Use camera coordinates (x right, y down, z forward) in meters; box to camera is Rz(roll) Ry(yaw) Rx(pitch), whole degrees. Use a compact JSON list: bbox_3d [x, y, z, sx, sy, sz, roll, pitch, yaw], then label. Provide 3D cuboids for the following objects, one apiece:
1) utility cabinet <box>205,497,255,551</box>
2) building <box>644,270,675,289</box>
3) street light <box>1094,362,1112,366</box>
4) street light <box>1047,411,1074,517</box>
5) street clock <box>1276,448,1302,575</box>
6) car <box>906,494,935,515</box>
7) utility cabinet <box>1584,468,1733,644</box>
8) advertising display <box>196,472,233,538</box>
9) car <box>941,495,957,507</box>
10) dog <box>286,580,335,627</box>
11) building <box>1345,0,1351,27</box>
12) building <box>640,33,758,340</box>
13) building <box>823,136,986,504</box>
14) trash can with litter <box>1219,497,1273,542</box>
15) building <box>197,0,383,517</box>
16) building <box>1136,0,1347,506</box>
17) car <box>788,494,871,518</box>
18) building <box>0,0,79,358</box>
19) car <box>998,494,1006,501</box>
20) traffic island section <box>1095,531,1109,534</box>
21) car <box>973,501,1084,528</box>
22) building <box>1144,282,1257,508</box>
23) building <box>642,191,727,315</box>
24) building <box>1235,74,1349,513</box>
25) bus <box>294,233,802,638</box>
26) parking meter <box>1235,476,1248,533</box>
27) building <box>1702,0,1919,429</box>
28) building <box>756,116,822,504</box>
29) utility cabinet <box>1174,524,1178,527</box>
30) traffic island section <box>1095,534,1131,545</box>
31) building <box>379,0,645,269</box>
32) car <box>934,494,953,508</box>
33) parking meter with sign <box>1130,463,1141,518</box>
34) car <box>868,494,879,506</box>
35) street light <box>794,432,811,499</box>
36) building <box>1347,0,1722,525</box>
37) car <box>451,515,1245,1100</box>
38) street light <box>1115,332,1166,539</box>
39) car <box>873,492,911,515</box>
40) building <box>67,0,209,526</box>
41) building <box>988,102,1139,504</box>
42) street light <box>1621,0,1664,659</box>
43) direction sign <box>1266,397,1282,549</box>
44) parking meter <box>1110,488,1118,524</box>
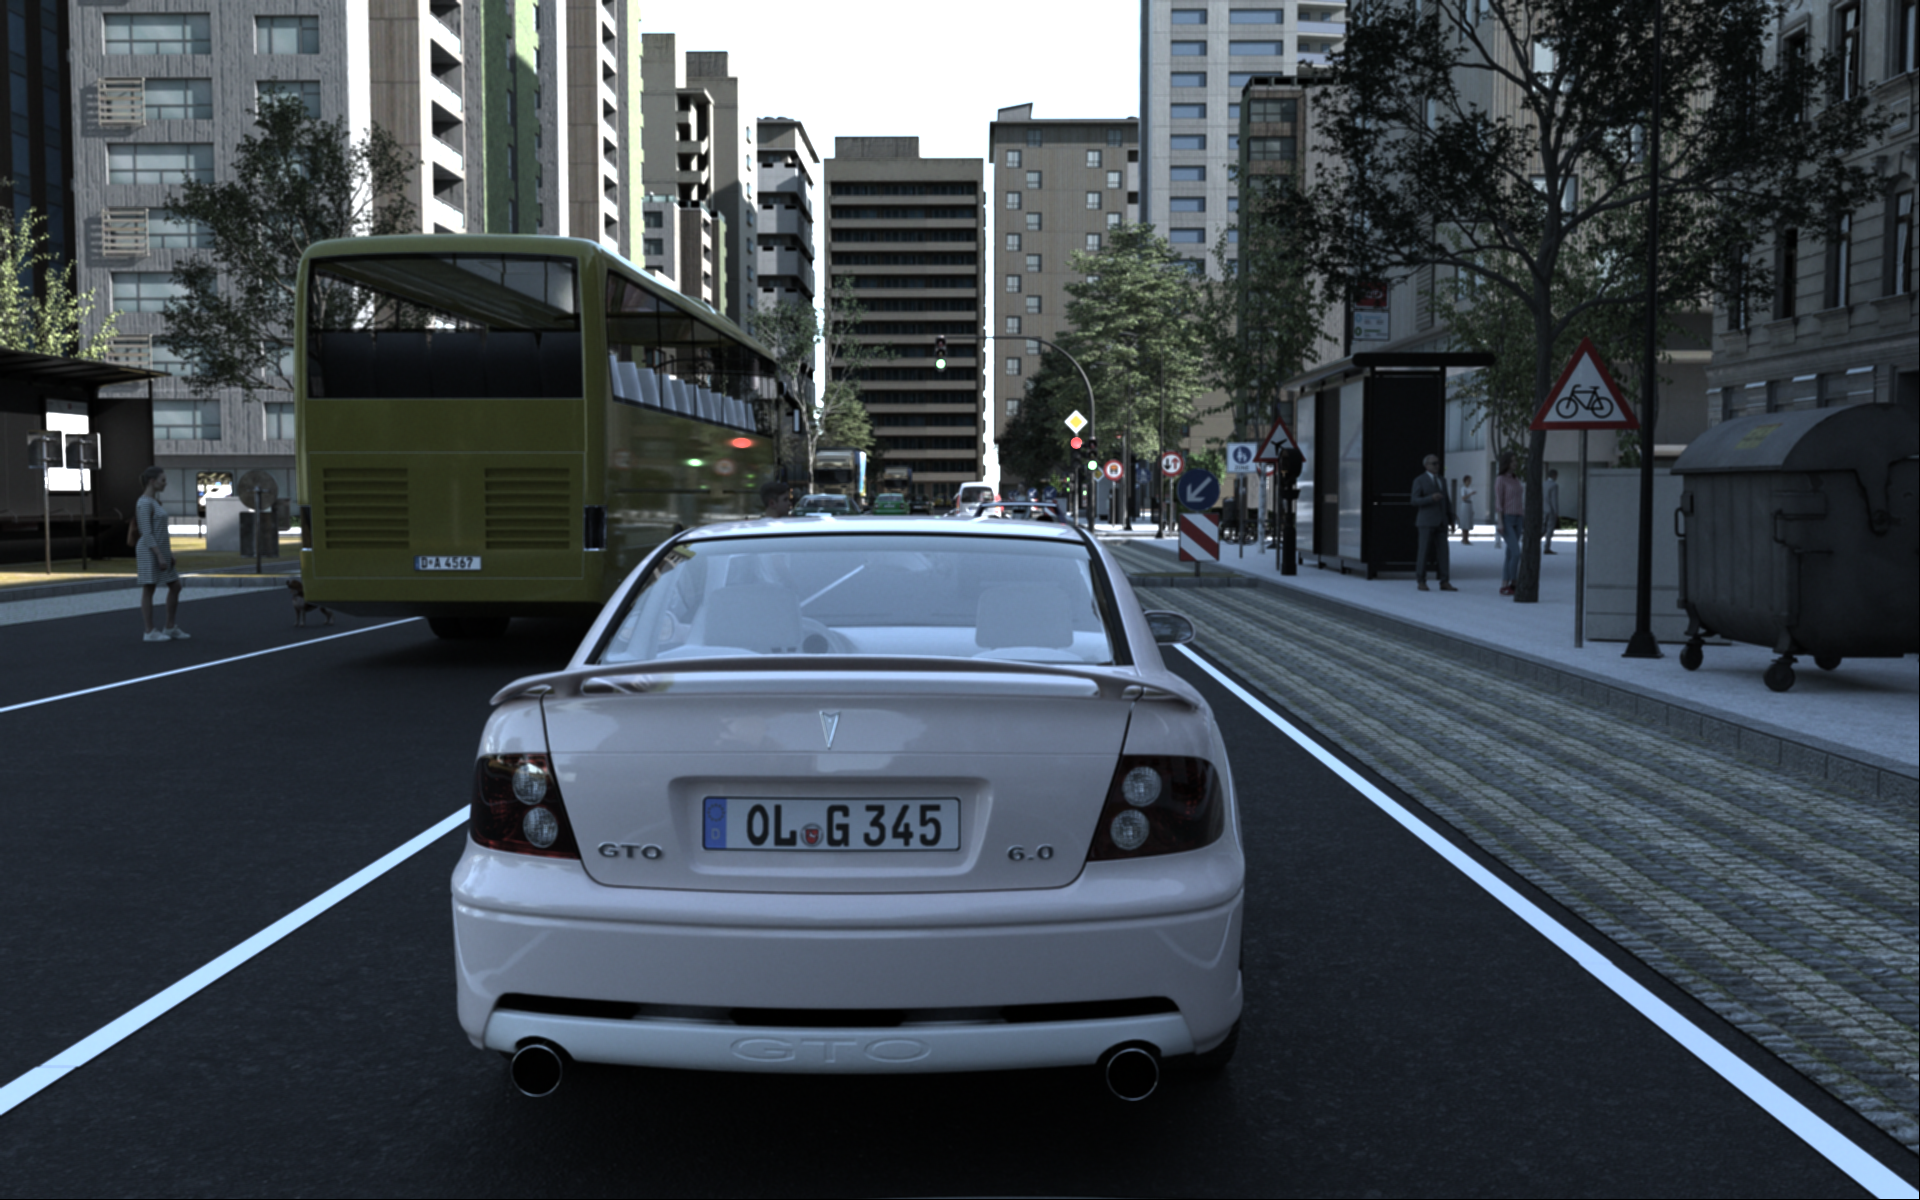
[{"bbox_3d":[-16.455,-1.707,39.070,1.020,1.237,0.306,0,4,3],"label":"utility cabinet"},{"bbox_3d":[-37.040,-18.538,148.136,27.650,21.520,28.899,0,4,1],"label":"building"},{"bbox_3d":[5.421,-5.420,61.158,1.470,5.913,1.316,0,4,1],"label":"street light"},{"bbox_3d":[5.804,-7.607,96.913,1.470,5.913,1.316,0,4,1],"label":"street light"},{"bbox_3d":[5.201,-1.392,27.333,0.358,2.002,0.471,-1,4,-11],"label":"street clock"},{"bbox_3d":[-2.769,-6.659,118.665,2.009,1.686,4.222,0,4,3],"label":"car"},{"bbox_3d":[6.041,-0.383,14.947,1.173,1.500,0.318,2,4,25],"label":"utility cabinet"},{"bbox_3d":[-21.721,-2.771,50.519,0.974,1.923,0.123,-2,4,-27],"label":"advertising display"},{"bbox_3d":[-1.361,-11.225,196.110,1.945,1.354,3.894,0,4,-1],"label":"car"},{"bbox_3d":[-7.041,0.026,18.869,0.406,0.507,0.540,0,4,-1],"label":"dog"},{"bbox_3d":[56.419,-48.794,236.031,20.611,71.187,20.563,0,4,1],"label":"building"},{"bbox_3d":[-33.757,-34.484,187.508,21.600,48.544,21.300,0,4,1],"label":"building"},{"bbox_3d":[-7.223,-37.527,237.261,21.600,48.544,21.300,0,4,1],"label":"building"},{"bbox_3d":[7.553,-2.214,47.259,1.678,1.210,2.233,-2,4,-34],"label":"trash can with litter"},{"bbox_3d":[-32.224,-25.282,96.951,14.154,41.232,14.086,0,4,1],"label":"building"},{"bbox_3d":[29.352,-39.201,182.942,21.231,58.520,28.212,0,4,1],"label":"building"},{"bbox_3d":[-3.448,-2.056,45.420,2.131,1.459,4.920,0,4,2],"label":"car"},{"bbox_3d":[-46.773,-25.986,74.978,14.200,45.320,14.600,0,4,1],"label":"building"},{"bbox_3d":[1.836,-6.136,109.370,2.155,1.783,4.494,0,4,1],"label":"car"},{"bbox_3d":[3.895,-2.188,58.050,2.009,0.180,2.903,0,4,1],"label":"traffic island section"},{"bbox_3d":[0.863,-0.781,25.343,1.945,1.354,3.894,0,4,2],"label":"car"},{"bbox_3d":[31.796,-18.991,155.540,27.650,21.520,28.899,0,4,1],"label":"building"},{"bbox_3d":[-30.747,-24.315,169.257,14.160,30.474,14.107,0,4,1],"label":"building"},{"bbox_3d":[26.504,-21.500,123.232,14.160,30.474,14.107,0,4,1],"label":"building"},{"bbox_3d":[-3.985,-1.744,20.067,2.896,3.916,12.252,0,4,2],"label":"bus"},{"bbox_3d":[9.289,-3.148,57.178,0.399,1.863,0.255,0,4,6],"label":"parking meter"},{"bbox_3d":[21.297,-11.026,29.429,9.793,20.994,18.267,0,4,1],"label":"building"},{"bbox_3d":[-32.052,-39.889,241.428,27.495,52.752,28.713,0,4,1],"label":"building"},{"bbox_3d":[8.330,-3.602,67.575,0.318,1.500,1.173,1,4,11],"label":"utility cabinet"},{"bbox_3d":[3.806,-1.699,50.065,2.009,0.180,2.903,0,4,1],"label":"traffic island section"},{"bbox_3d":[-30.007,-26.629,118.972,14.154,41.232,14.086,0,4,1],"label":"building"},{"bbox_3d":[-1.831,-10.727,185.611,2.015,1.641,3.980,0,4,2],"label":"car"},{"bbox_3d":[9.669,-6.057,95.286,0.543,3.016,1.738,0,3,0],"label":"parking meter with sign"},{"bbox_3d":[-9.481,-11.556,197.743,1.959,1.807,4.718,0,4,2],"label":"car"},{"bbox_3d":[-11.854,-9.624,129.894,1.470,5.913,1.316,0,4,1],"label":"street light"},{"bbox_3d":[34.004,-30.052,80.595,27.495,52.752,28.713,0,4,1],"label":"building"},{"bbox_3d":[-0.208,0.407,5.715,2.083,1.381,4.827,0,4,1],"label":"car"},{"bbox_3d":[5.253,-4.733,49.922,1.470,5.913,1.316,0,4,1],"label":"street light"},{"bbox_3d":[-3.533,-4.960,89.888,1.959,1.807,4.718,0,4,1],"label":"car"},{"bbox_3d":[-28.150,-23.931,74.859,14.154,41.232,14.086,0,4,1],"label":"building"},{"bbox_3d":[17.718,-39.877,241.235,27.495,52.752,28.713,0,4,1],"label":"building"},{"bbox_3d":[4.852,-2.506,13.511,1.470,5.913,1.316,0,4,1],"label":"street light"},{"bbox_3d":[7.378,-2.972,40.586,0.379,3.537,0.876,1,4,23],"label":"direction sign"},{"bbox_3d":[6.536,-3.981,73.502,0.372,1.533,0.369,0,3,0],"label":"parking meter"}]
